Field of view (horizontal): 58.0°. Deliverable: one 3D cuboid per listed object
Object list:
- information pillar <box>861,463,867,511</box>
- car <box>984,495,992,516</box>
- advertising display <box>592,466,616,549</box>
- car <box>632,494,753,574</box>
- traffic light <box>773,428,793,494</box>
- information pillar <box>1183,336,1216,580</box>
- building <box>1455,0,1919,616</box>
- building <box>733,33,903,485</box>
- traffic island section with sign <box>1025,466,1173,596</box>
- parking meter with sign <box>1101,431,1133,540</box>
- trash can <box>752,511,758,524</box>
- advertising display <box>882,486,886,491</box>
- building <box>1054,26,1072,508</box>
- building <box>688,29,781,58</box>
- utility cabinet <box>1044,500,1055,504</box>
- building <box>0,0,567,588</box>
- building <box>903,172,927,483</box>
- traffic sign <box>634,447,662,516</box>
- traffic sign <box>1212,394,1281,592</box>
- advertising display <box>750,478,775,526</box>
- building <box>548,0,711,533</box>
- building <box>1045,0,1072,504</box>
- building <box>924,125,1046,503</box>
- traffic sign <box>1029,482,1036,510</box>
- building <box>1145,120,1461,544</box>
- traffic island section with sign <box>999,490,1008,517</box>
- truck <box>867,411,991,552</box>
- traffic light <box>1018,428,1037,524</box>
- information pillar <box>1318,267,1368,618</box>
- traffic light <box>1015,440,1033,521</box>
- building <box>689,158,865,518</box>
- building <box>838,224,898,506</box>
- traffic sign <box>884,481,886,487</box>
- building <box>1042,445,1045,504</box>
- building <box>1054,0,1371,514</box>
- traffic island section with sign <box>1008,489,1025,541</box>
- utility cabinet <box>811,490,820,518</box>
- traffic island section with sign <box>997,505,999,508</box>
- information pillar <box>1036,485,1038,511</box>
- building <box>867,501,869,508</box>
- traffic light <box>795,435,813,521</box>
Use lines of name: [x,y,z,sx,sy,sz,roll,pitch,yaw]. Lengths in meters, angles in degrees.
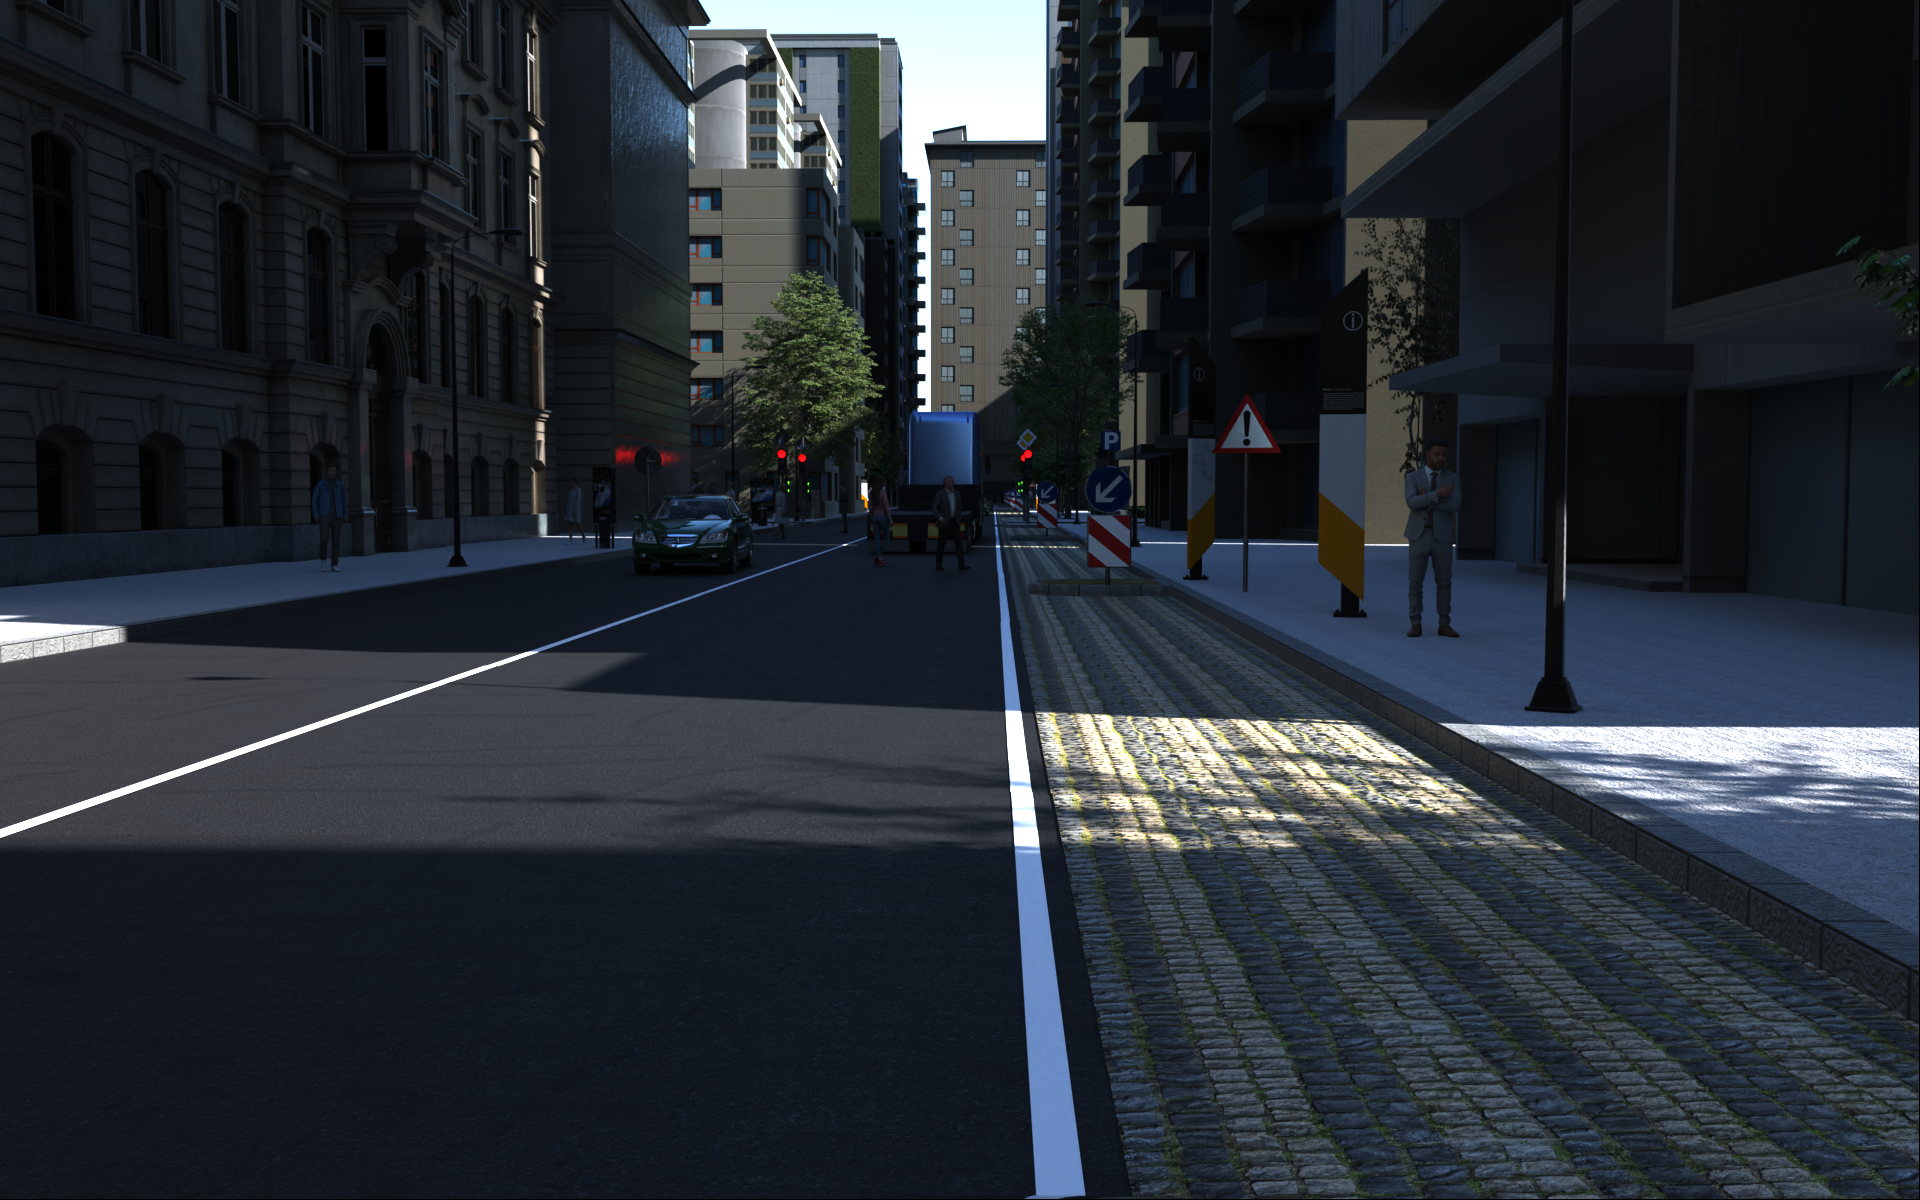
information pillar: [-7.089,-8.379,128.346,0.504,3.616,0.183,0,4,-7]
car: [1.047,-6.374,116.006,2.131,1.459,4.920,0,4,2]
advertising display: [-8.383,-2.178,40.820,0.123,1.923,0.974,-3,4,-38]
car: [-4.985,-1.281,32.736,2.131,1.459,4.920,0,4,-1]
traffic light: [-7.579,-5.213,74.150,0.839,4.253,0.868,0,4,1]
information pillar: [3.599,-2.111,25.873,0.504,3.616,0.183,-2,4,-34]
building: [20.542,-26.341,19.908,28.713,52.752,27.495,0,4,1]
building: [-21.520,-41.524,220.908,28.212,58.520,21.231,0,4,1]
traffic island section with sign: [1.996,-1.008,25.104,1.989,1.847,2.006,0,4,1]
parking meter with sign: [4.302,-3.105,47.023,0.543,3.016,1.738,-1,4,-10]
trash can: [-8.682,-3.864,74.824,0.748,1.137,0.748,0,3,0]
advertising display: [-6.598,-8.454,143.442,0.974,1.923,0.123,0,4,0]
building: [16.142,-31.437,164.105,14.600,45.320,14.200,0,4,1]
building: [-26.400,-27.457,140.803,32.217,40.220,23.993,0,4,1]
utility cabinet: [5.150,-5.561,99.595,0.318,1.500,1.173,1,4,21]
building: [-18.014,-13.306,36.641,14.460,24.649,34.723,0,4,1]
building: [-20.119,-38.817,254.267,30.456,49.044,23.786,0,4,1]
traffic sign: [-8.372,-2.834,46.437,0.768,2.556,0.104,1,4,8]
traffic sign: [3.734,-1.382,22.595,0.884,2.594,0.081,1,4,8]
advertising display: [-7.950,-3.945,69.713,0.974,1.923,0.123,0,4,4]
building: [-25.414,-14.109,63.963,30.059,22.955,16.112,0,4,1]
building: [19.621,-39.315,184.807,21.231,58.520,28.212,0,4,1]
building: [9.058,-40.747,255.448,27.495,52.752,28.713,0,4,1]
traffic sign: [5.851,-8.349,136.510,0.884,2.594,0.081,0,4,2]
building: [16.889,-24.570,56.341,22.147,44.769,28.867,0,4,1]
traffic island section with sign: [3.562,-6.027,107.173,1.989,1.847,2.006,0,4,1]
truck: [-0.706,-3.724,50.652,2.967,4.110,18.799,0,4,2]
traffic light: [2.881,-5.202,73.968,0.839,4.253,0.868,0,4,1]
information pillar: [3.992,-1.630,18.000,0.504,3.616,0.183,1,4,12]
traffic light: [3.033,-5.690,81.951,0.839,4.253,0.868,0,4,1]
building: [-20.788,-16.015,106.878,27.650,21.520,28.899,0,4,1]
building: [-14.149,-25.482,188.327,14.160,30.474,14.107,0,4,1]
traffic sign: [-6.424,-8.653,141.578,0.768,2.556,0.104,0,4,4]
building: [21.640,-55.105,213.642,22.319,86.520,31.000,0,4,1]
building: [19.031,-29.800,141.856,22.147,44.769,28.867,0,4,1]
traffic island section with sign: [2.541,-2.720,53.092,1.989,1.847,2.006,0,4,1]
utility cabinet: [-7.557,-5.006,90.528,0.318,1.500,1.173,-1,4,-13]
traffic island section with sign: [4.067,-7.676,134.124,1.989,1.847,2.006,0,4,1]
information pillar: [5.847,-8.577,131.584,0.183,3.616,0.504,0,4,6]
building: [-24.771,-29.195,169.213,32.217,40.220,23.993,0,4,1]
traffic light: [-7.426,-5.701,82.134,0.839,4.253,0.868,0,4,1]
